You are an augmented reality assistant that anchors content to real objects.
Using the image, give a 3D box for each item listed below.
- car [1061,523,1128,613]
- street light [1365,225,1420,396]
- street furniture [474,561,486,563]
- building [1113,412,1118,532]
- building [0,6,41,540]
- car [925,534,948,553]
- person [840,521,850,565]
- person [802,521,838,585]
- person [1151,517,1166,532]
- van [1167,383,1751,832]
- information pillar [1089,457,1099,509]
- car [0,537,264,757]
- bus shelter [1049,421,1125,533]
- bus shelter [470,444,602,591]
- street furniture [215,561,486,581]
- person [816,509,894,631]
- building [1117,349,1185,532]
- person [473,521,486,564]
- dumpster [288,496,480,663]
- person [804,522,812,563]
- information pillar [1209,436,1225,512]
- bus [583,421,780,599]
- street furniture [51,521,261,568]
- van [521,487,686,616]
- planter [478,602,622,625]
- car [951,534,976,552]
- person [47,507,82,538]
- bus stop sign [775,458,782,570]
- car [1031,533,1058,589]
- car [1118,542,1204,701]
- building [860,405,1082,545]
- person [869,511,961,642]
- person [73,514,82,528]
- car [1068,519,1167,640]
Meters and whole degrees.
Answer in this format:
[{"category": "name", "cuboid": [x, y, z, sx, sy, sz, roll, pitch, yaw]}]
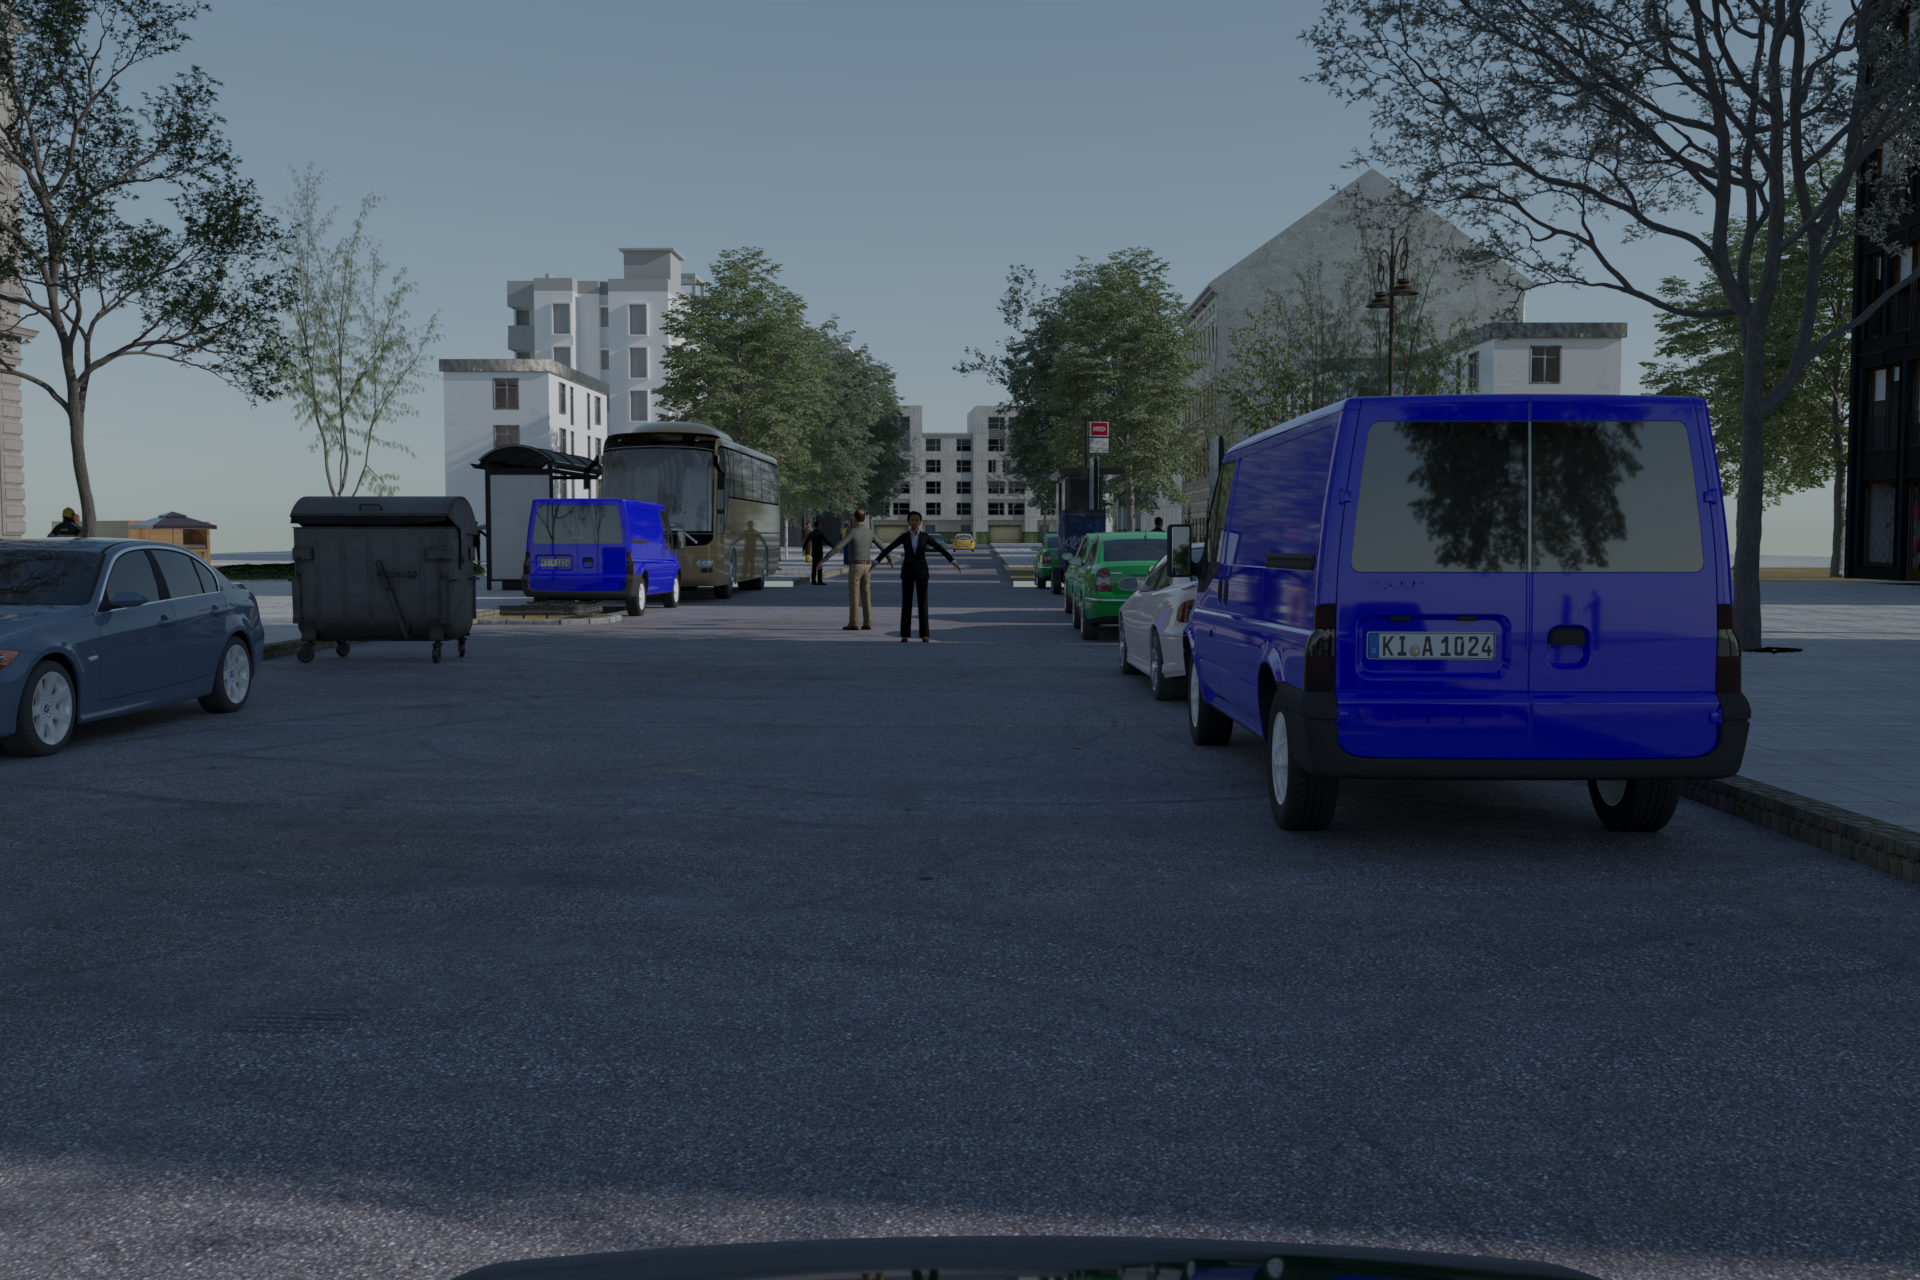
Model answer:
[{"category": "car", "cuboid": [2.767, -1.290, 29.893, 1.959, 1.807, 4.718, 0, 3, 0]}, {"category": "street light", "cuboid": [6.526, -3.272, 26.289, 0.468, 5.910, 1.993, 0, 4, 1]}, {"category": "street furniture", "cuboid": [-12.755, -3.652, 66.557, 11.010, 1.723, 9.812, -1, 4, -20]}, {"category": "building", "cuboid": [28.118, -22.845, 204.450, 19.493, 23.208, 18.063, 0, 4, 0]}, {"category": "building", "cuboid": [-31.062, -12.913, 38.843, 11.050, 23.595, 19.941, 0, 4, 1]}, {"category": "car", "cuboid": [-1.881, -6.479, 117.731, 2.131, 1.459, 4.920, 0, 4, 1]}, {"category": "person", "cuboid": [-4.603, -3.975, 70.966, 0.705, 1.833, 1.349, -2, 4, -34]}, {"category": "person", "cuboid": [-3.977, -2.437, 48.528, 1.346, 1.802, 0.704, 3, 5, 39]}, {"category": "person", "cuboid": [4.291, -1.752, 37.325, 1.346, 1.802, 0.704, 3, 5, 43]}, {"category": "van", "cuboid": [2.486, -0.343, 9.999, 2.240, 2.365, 5.245, 0, 4, 1]}, {"category": "information pillar", "cuboid": [4.128, -3.797, 53.390, 0.184, 3.620, 1.656, 0, 4, 0]}, {"category": "car", "cuboid": [-6.699, -0.042, 12.685, 2.014, 1.417, 4.499, 0, 4, 1]}, {"category": "bus shelter", "cuboid": [4.212, -4.981, 59.074, 2.179, 5.291, 8.768, 0, 4, 0]}, {"category": "bus shelter", "cuboid": [-9.987, -2.930, 41.822, 2.014, 3.302, 5.546, 0, 4, 1]}, {"category": "street furniture", "cuboid": [-17.941, -2.204, 51.660, 5.734, 0.657, 10.072, 1, 4, 14]}, {"category": "person", "cuboid": [-1.516, -1.046, 25.838, 1.348, 1.796, 0.705, -3, 4, -36]}, {"category": "building", "cuboid": [25.100, -18.683, 171.919, 16.747, 18.905, 31.486, 0, 4, 1]}, {"category": "person", "cuboid": [-20.102, -4.033, 71.871, 1.347, 1.837, 0.705, 0, 4, -4]}, {"category": "dumpster", "cuboid": [-6.511, -0.699, 19.639, 1.865, 1.857, 1.264, 0, 4, 0]}, {"category": "person", "cuboid": [-6.761, -4.359, 77.408, 0.704, 1.812, 1.346, 1, 4, 9]}, {"category": "information pillar", "cuboid": [6.243, -3.108, 42.124, 0.184, 3.620, 1.656, 0, 4, 1]}, {"category": "bus", "cuboid": [-6.235, -3.057, 41.526, 2.896, 3.916, 12.252, 0, 4, 0]}, {"category": "street furniture", "cuboid": [-29.683, -3.260, 60.151, 9.812, 1.723, 11.010, 3, 4, 36]}, {"category": "van", "cuboid": [-6.451, -1.684, 31.913, 2.240, 2.365, 5.245, 0, 4, 0]}, {"category": "planter", "cuboid": [-6.615, -0.438, 28.307, 1.991, 0.319, 1.994, 0, 4, 1]}, {"category": "car", "cuboid": [0.290, -7.839, 138.392, 2.015, 1.641, 3.980, 0, 3, 0]}, {"category": "person", "cuboid": [-19.098, -1.921, 37.179, 1.351, 1.858, 0.704, 0, 4, 6]}, {"category": "bus stop sign", "cuboid": [-6.711, -4.425, 61.058, 0.855, 3.939, 0.416, 0, 4, 1]}, {"category": "car", "cuboid": [2.917, -2.326, 46.819, 1.959, 1.807, 4.718, 0, 4, 1]}, {"category": "car", "cuboid": [2.581, -0.240, 16.281, 2.083, 1.381, 4.827, 0, 4, 0]}, {"category": "building", "cuboid": [1.593, -22.994, 244.867, 31.486, 18.905, 16.747, 0, 4, -4]}, {"category": "person", "cuboid": [-0.597, -0.837, 22.870, 1.216, 1.740, 0.721, 0, 4, -1]}, {"category": "person", "cuboid": [-23.155, -2.401, 45.436, 1.348, 1.807, 0.705, 1, 4, 18]}, {"category": "car", "cuboid": [2.558, -0.979, 24.809, 1.959, 1.807, 4.718, 0, 4, 1]}]
